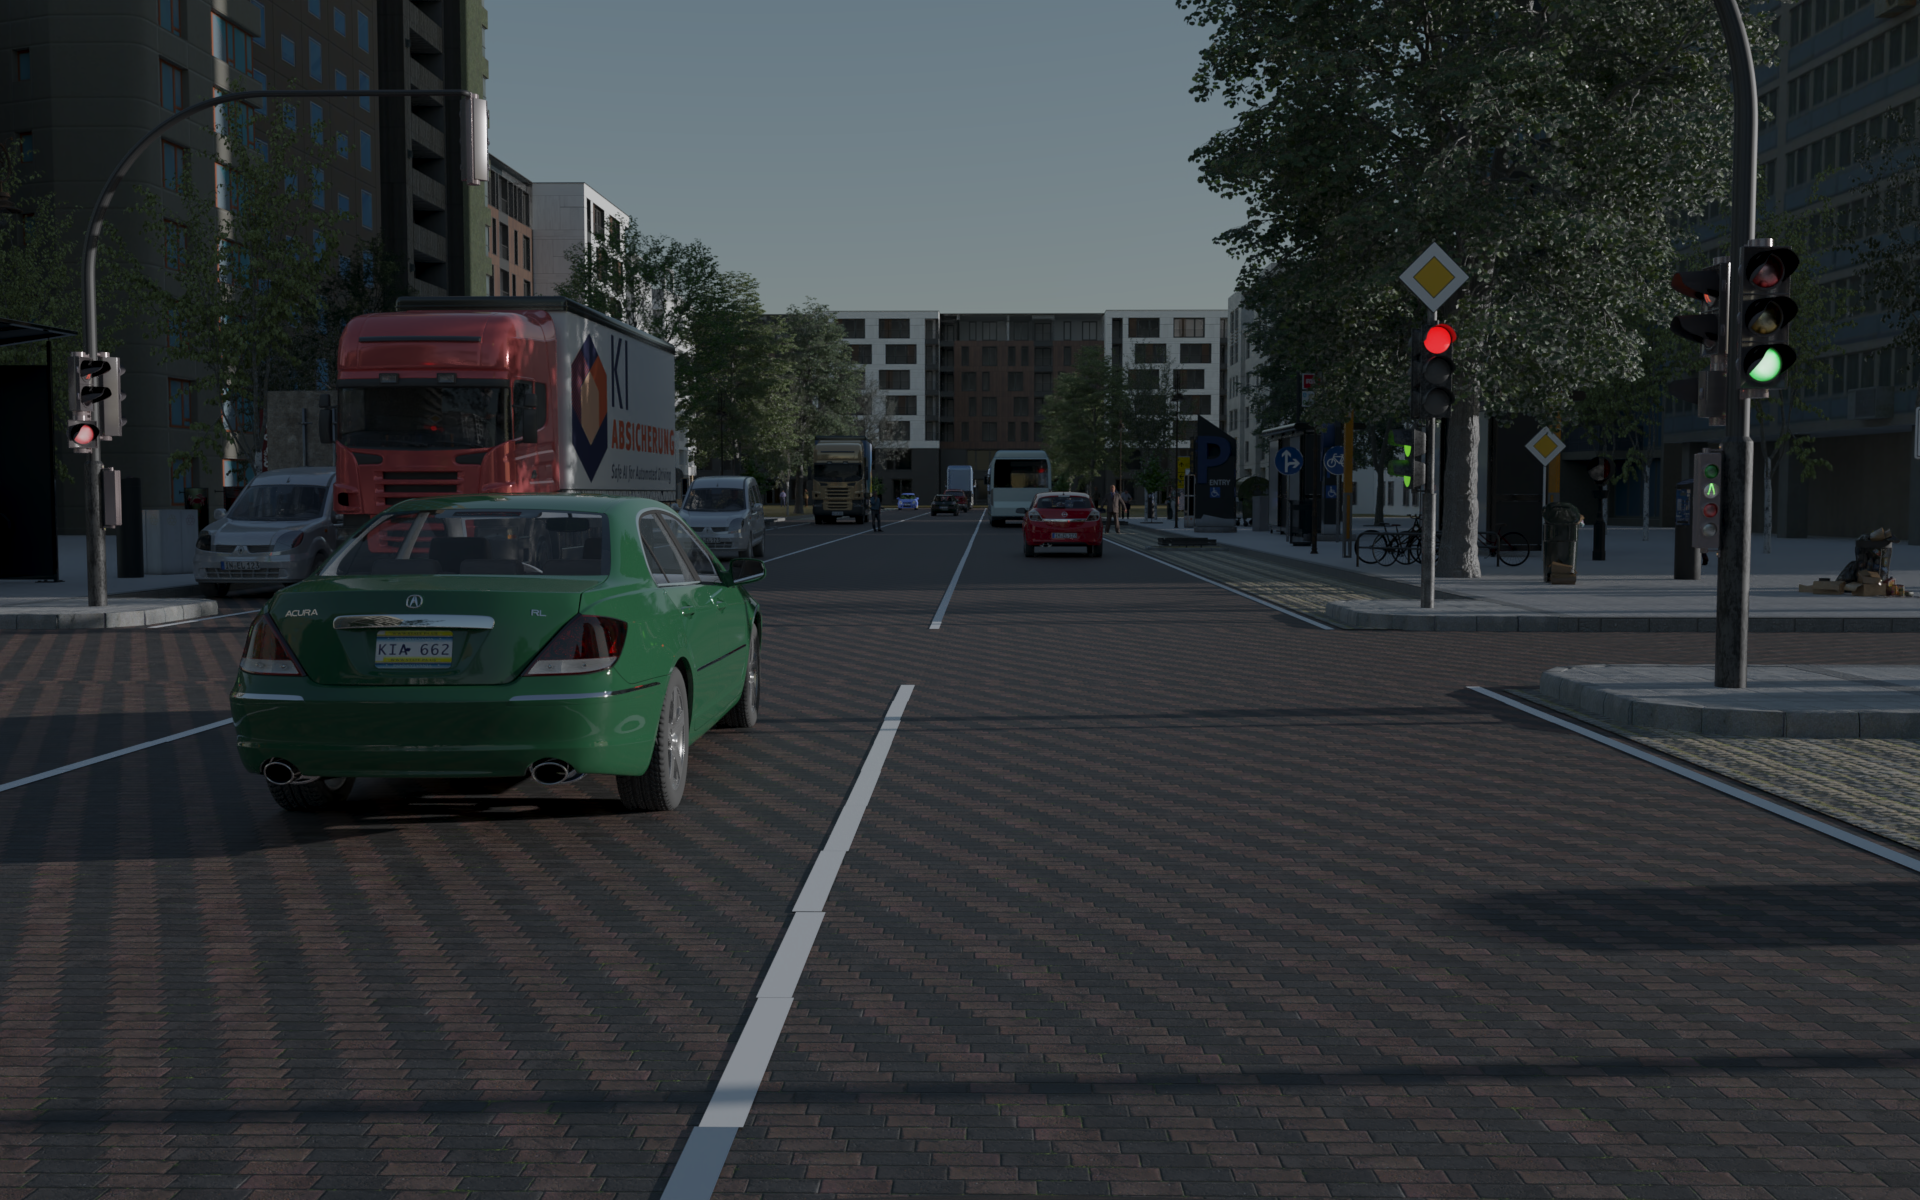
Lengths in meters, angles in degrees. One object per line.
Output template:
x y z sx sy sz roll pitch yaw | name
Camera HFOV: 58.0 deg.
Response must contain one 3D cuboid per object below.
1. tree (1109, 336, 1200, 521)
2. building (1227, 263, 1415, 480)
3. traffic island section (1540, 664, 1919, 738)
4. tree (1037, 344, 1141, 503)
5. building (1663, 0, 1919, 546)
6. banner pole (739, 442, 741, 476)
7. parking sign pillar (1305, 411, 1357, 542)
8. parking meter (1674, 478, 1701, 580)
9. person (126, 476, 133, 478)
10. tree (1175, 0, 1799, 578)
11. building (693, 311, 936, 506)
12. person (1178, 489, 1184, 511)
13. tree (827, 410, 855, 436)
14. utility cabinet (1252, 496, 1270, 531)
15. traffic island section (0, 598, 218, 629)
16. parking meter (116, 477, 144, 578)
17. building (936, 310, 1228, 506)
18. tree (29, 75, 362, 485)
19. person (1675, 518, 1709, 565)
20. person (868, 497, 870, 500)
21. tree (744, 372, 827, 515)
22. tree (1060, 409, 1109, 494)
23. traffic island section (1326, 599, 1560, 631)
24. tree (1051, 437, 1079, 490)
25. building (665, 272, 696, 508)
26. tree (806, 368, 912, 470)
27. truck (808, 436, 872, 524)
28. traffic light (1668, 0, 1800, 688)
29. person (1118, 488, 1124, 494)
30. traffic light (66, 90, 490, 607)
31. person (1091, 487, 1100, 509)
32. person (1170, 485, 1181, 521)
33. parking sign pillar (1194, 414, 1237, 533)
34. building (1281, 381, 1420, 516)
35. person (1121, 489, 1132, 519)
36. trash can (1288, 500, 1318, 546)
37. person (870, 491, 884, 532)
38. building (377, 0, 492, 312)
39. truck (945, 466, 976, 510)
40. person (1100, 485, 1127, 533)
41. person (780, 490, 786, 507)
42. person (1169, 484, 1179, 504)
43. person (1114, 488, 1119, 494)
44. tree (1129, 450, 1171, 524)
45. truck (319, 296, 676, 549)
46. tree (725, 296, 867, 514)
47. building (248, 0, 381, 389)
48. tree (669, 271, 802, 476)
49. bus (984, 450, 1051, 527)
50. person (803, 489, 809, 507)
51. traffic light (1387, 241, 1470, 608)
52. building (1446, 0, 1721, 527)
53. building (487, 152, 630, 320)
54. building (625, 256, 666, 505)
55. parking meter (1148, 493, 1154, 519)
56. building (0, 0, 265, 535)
8.762 -7.965 80.590 4.360 8.622 3.978 0 3 0 | tree
32.233 -16.780 140.806 16.747 18.905 31.486 0 4 1 | building
5.144 0.656 11.551 2.009 0.180 2.903 0 4 1 | traffic island section
10.385 -13.065 131.746 7.486 12.596 7.792 0 3 0 | tree
35.097 -21.732 47.199 23.993 40.220 32.217 0 4 1 | building
-10.446 -5.648 82.354 0.401 3.779 0.863 0 4 -7 | banner pole
10.154 -3.604 47.405 1.447 3.967 1.447 1 4 8 | parking sign pillar
10.935 -1.076 25.998 0.372 1.533 0.369 0 3 0 | parking meter
-16.251 -1.620 33.999 0.593 1.643 0.415 2 4 27 | person
7.693 -7.329 26.483 9.857 13.997 8.962 0 3 0 | tree
-18.378 -22.211 207.126 32.646 21.610 27.936 0 4 1 | building
16.245 -7.370 127.206 0.621 1.740 0.551 1 4 17 | person
-9.836 -11.610 140.179 4.360 8.622 3.978 0 3 0 | tree
10.433 -2.987 60.001 0.306 1.237 1.020 2 4 30 | utility cabinet
-9.886 0.150 19.821 2.009 0.180 2.903 0 4 1 | traffic island section
-12.740 -1.110 26.564 0.372 1.533 0.369 0 3 0 | parking meter
14.253 -22.147 206.073 32.646 21.610 27.936 0 4 1 | building
-12.515 -4.882 30.186 4.737 8.622 4.395 0 3 0 | tree
13.192 -1.381 31.312 0.574 1.496 0.600 1 4 10 | person
-6.198 -6.197 109.830 1.348 1.823 0.705 -2 4 -33 | person
-10.603 -9.385 103.803 4.360 8.622 3.978 0 3 0 | tree
10.259 -11.731 142.164 4.737 8.622 4.395 0 3 0 | tree
5.293 0.168 19.535 2.009 0.180 2.903 0 4 1 | traffic island section
10.485 -13.395 169.377 4.360 8.622 3.978 0 3 0 | tree
-29.329 -17.931 149.591 11.380 20.091 16.016 0 4 1 | building
-9.938 -15.622 165.788 12.009 13.543 11.850 0 3 0 | tree
-5.769 -5.904 85.442 2.839 4.237 11.283 0 4 -1 | truck
3.011 -2.243 11.335 4.771 5.953 1.251 0 4 1 | traffic light
12.965 -8.118 139.300 0.617 1.759 0.750 0 4 8 | person
-7.753 -2.753 19.682 4.771 5.953 1.251 0 4 1 | traffic light
9.495 -7.019 120.946 0.705 1.807 1.348 2 4 31 | person
10.365 -4.701 83.630 0.376 1.734 0.841 3 4 38 | person
8.560 -4.248 57.921 1.447 3.967 1.447 1 4 17 | parking sign pillar
27.337 -10.355 111.451 9.099 9.664 28.070 0 4 1 | building
8.543 -4.933 88.916 0.614 1.554 0.590 -1 4 -9 | person
8.427 -1.894 42.627 0.748 1.137 0.748 0 3 0 | trash can
-3.146 -3.328 65.126 0.499 1.552 0.429 -1 4 -12 | person
-31.463 -19.048 83.130 14.160 30.474 14.107 0 4 1 | building
-0.199 -10.315 158.402 2.967 4.110 18.799 0 4 2 | truck
5.540 -3.276 62.613 0.990 1.755 0.434 0 4 3 | person
-17.913 -10.223 175.520 0.709 1.838 0.599 0 4 4 | person
11.653 -5.381 94.157 0.598 1.807 0.434 -1 4 -18 | person
9.394 -6.045 105.552 0.551 1.740 0.621 -1 4 -12 | person
8.491 -4.957 75.645 1.663 3.219 1.824 0 3 0 | tree
-6.702 -2.321 26.855 2.839 4.237 11.283 0 4 2 | truck
-10.559 -12.624 113.050 9.857 13.997 8.962 0 3 0 | tree
-32.468 -25.594 68.566 14.600 45.320 14.200 0 4 1 | building
-11.871 -10.433 88.703 7.486 12.596 7.792 0 3 0 | tree
2.606 -5.178 79.527 2.948 3.499 13.247 0 4 0 | bus
-15.259 -10.109 171.426 0.705 1.812 1.348 -2 4 -29 | person
5.253 -1.865 19.421 0.839 4.253 0.868 0 4 1 | traffic light
34.080 -25.930 78.587 22.147 44.769 28.867 0 4 1 | building
-38.505 -16.384 111.853 27.936 21.610 32.646 0 4 1 | building
-32.117 -16.973 133.923 16.016 20.091 11.380 0 4 1 | building
10.036 -5.053 91.021 0.372 1.533 0.369 0 3 0 | parking meter
-38.968 -12.407 47.900 27.650 21.520 28.899 0 4 1 | building
